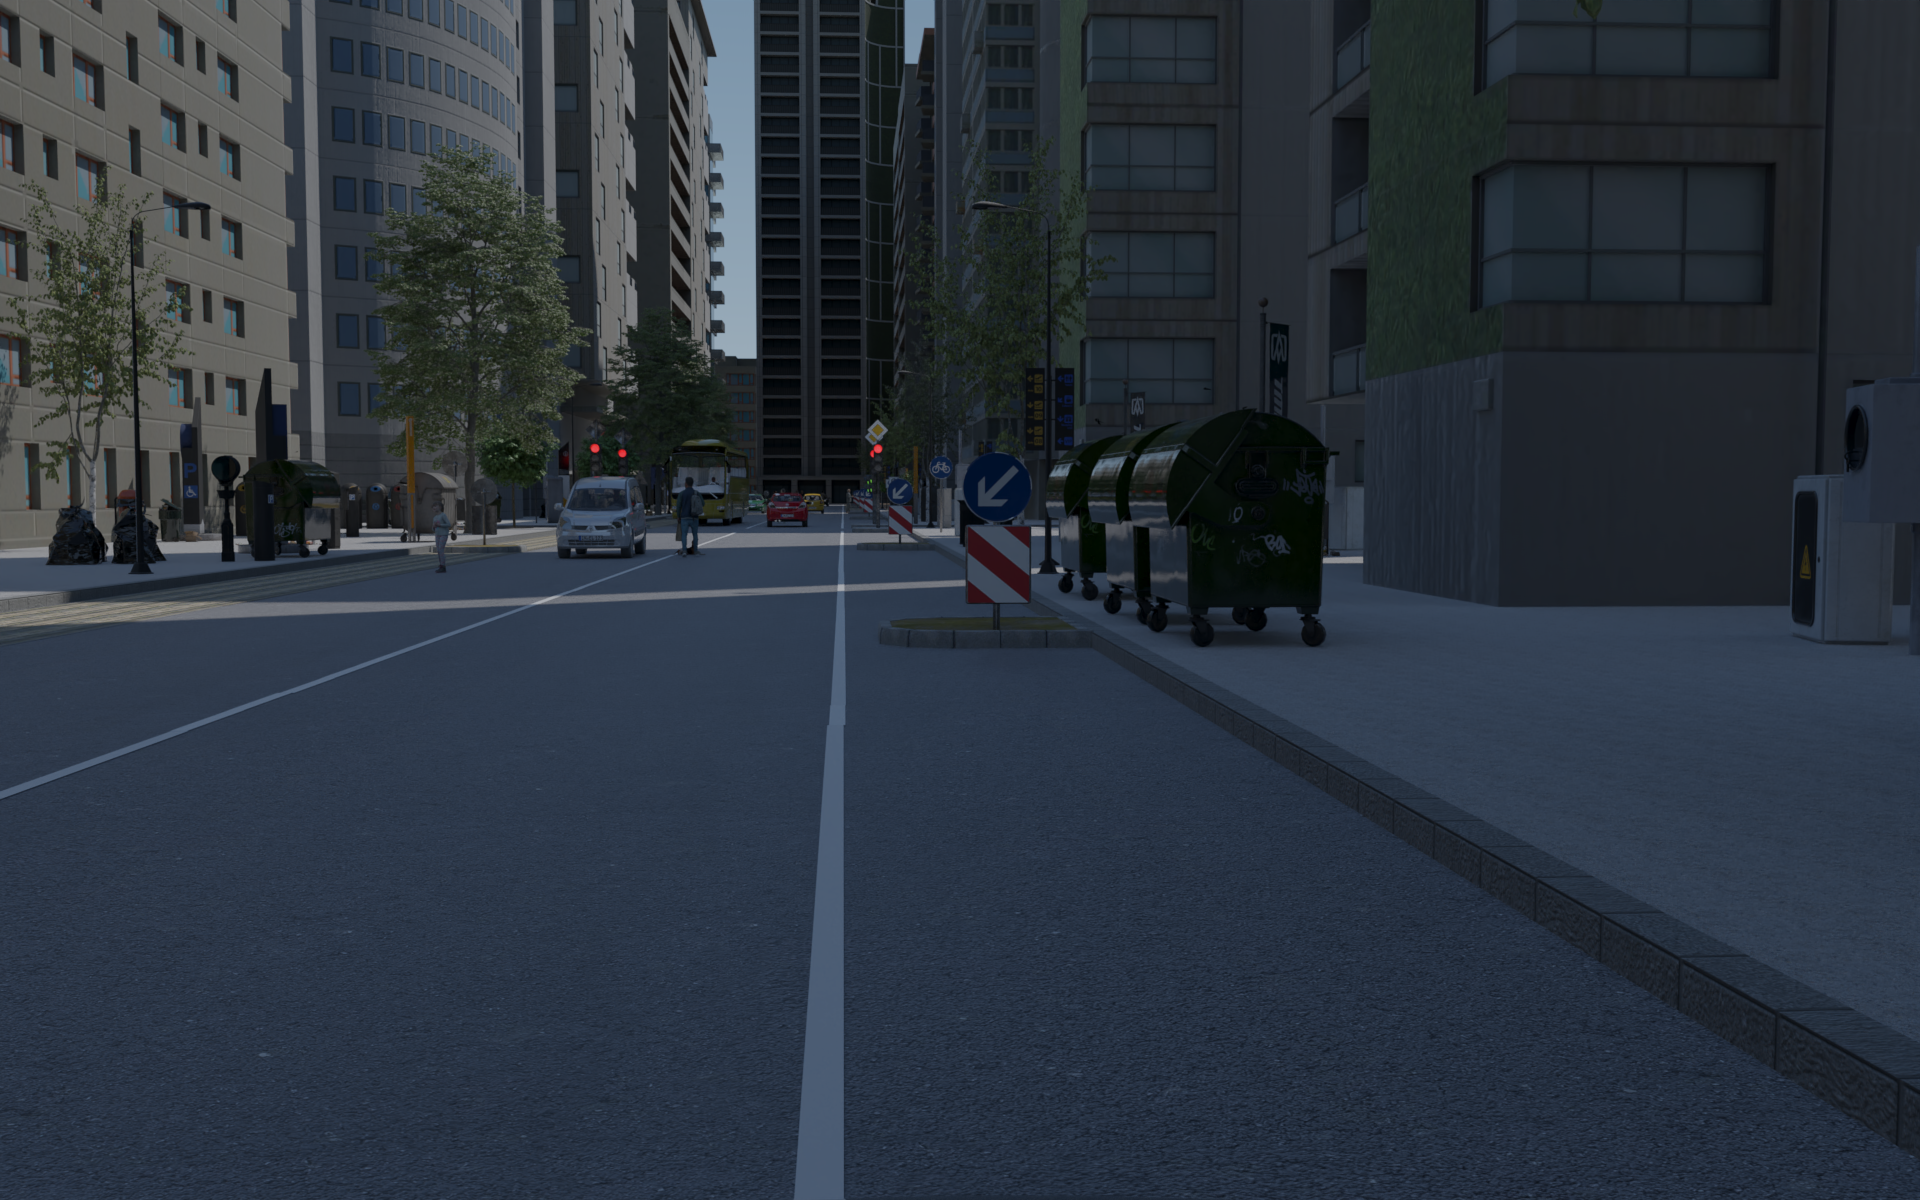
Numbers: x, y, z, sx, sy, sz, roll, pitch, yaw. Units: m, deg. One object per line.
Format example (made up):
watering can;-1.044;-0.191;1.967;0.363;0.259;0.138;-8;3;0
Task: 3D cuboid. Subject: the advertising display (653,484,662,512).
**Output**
advertising display;-19.383;-6.470;111.004;0.123;1.923;0.974;1;4;14

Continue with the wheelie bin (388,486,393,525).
wheelie bin;-23.238;-3.895;71.598;0.980;1.594;0.693;1;4;10

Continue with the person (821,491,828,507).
person;-15.006;-11.095;189.910;1.348;1.823;0.705;3;5;40

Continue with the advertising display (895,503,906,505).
advertising display;-3.591;-6.149;105.751;0.974;1.923;0.123;2;4;33

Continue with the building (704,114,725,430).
building;-43.682;-35.890;206.403;30.456;49.044;23.786;0;4;-4

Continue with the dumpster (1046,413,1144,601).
dumpster;1.920;-1.167;21.579;1.502;2.255;1.985;0;4;-4

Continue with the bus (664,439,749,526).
bus;-11.699;-5.505;81.549;2.896;3.916;12.252;0;4;-2

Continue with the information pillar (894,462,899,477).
information pillar;-4.834;-8.436;129.282;0.183;3.616;0.504;0;4;7

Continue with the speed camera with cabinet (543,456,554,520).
speed camera with cabinet;-20.027;-5.598;85.863;0.660;3.252;2.038;-2;4;-35

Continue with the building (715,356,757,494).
building;-42.901;-24.565;246.682;28.899;21.520;27.650;0;4;-4

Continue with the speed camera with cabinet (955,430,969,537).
speed camera with cabinet;0.166;-3.591;53.055;0.660;3.252;2.038;0;4;2

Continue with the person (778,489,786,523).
person;-8.587;-4.582;84.422;0.512;1.701;0.522;-3;5;-41

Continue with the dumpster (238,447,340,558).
dumpster;-13.720;-2.016;35.452;1.502;2.255;1.985;0;4;-4

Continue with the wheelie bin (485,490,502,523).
wheelie bin;-20.886;-4.246;77.335;0.980;1.594;0.693;3;5;44

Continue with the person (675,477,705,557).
person;-6.192;-1.889;39.365;0.794;1.824;0.713;0;4;6

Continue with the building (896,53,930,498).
building;4.299;-34.548;188.556;21.300;48.544;21.600;0;4;-4

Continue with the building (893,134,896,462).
building;2.892;-35.918;210.958;21.300;48.544;21.600;0;4;-4

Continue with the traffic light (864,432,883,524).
traffic light;-3.652;-5.163;73.335;0.839;4.253;0.868;0;4;-4

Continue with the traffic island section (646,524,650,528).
traffic island section;-14.130;-3.087;72.751;2.009;0.180;2.903;0;4;-4

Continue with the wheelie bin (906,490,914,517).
wheelie bin;-2.726;-5.466;97.269;0.693;1.594;0.980;0;4;7

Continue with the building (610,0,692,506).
building;-35.975;-32.612;156.904;21.300;48.544;21.600;0;4;-4

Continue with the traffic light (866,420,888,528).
traffic light;-3.116;-4.676;65.368;0.839;4.253;0.868;0;4;-4

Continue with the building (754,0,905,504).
building;-17.960;-49.233;243.217;20.611;71.187;20.563;0;4;-4

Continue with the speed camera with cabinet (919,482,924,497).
speed camera with cabinet;-3.092;-7.743;120.926;0.660;3.252;2.038;1;4;17

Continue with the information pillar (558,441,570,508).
information pillar;-17.564;-5.231;76.875;0.504;3.616;0.183;-2;4;-26

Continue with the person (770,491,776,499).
person;-18.185;-9.782;169.220;0.721;1.735;1.217;2;4;27

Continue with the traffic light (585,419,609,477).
traffic light;-13.553;-4.632;64.652;0.839;4.253;0.868;0;4;-4

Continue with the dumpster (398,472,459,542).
dumpster;-14.347;-2.505;46.722;1.264;1.857;1.865;0;4;-4

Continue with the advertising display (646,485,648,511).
advertising display;-21.492;-6.948;118.819;0.123;1.923;0.974;-1;4;-10

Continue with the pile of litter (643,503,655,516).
pile of litter;-18.561;-5.383;101.982;1.176;0.858;1.719;3;4;36

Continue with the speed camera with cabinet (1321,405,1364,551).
speed camera with cabinet;8.512;-2.751;39.317;2.038;3.252;0.660;-3;5;-40

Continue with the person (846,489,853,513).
person;-8.294;-7.436;130.247;0.590;1.801;0.661;-1;4;-11

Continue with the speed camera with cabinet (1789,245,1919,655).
speed camera with cabinet;7.606;-1.238;14.576;0.660;3.252;2.038;1;4;10

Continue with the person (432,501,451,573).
person;-9.492;-1.153;31.624;0.425;1.301;0.394;1;4;17

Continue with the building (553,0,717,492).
building;-40.504;-36.195;181.029;28.713;52.752;27.495;0;4;-4

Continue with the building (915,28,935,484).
building;7.072;-31.131;163.614;22.147;44.769;28.867;0;4;-4

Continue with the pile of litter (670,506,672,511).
pile of litter;-23.900;-7.907;143.238;1.719;0.858;1.176;0;4;3

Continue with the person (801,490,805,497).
person;-15.469;-9.862;169.762;1.348;1.822;0.705;1;4;23

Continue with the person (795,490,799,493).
person;-13.019;-7.844;137.346;0.643;1.750;0.593;1;4;20

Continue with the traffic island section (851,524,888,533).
traffic island section;-3.075;-2.642;65.485;2.009;0.180;2.903;0;4;-4

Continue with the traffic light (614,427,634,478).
traffic light;-14.089;-5.119;72.619;0.839;4.253;0.868;0;4;-4
